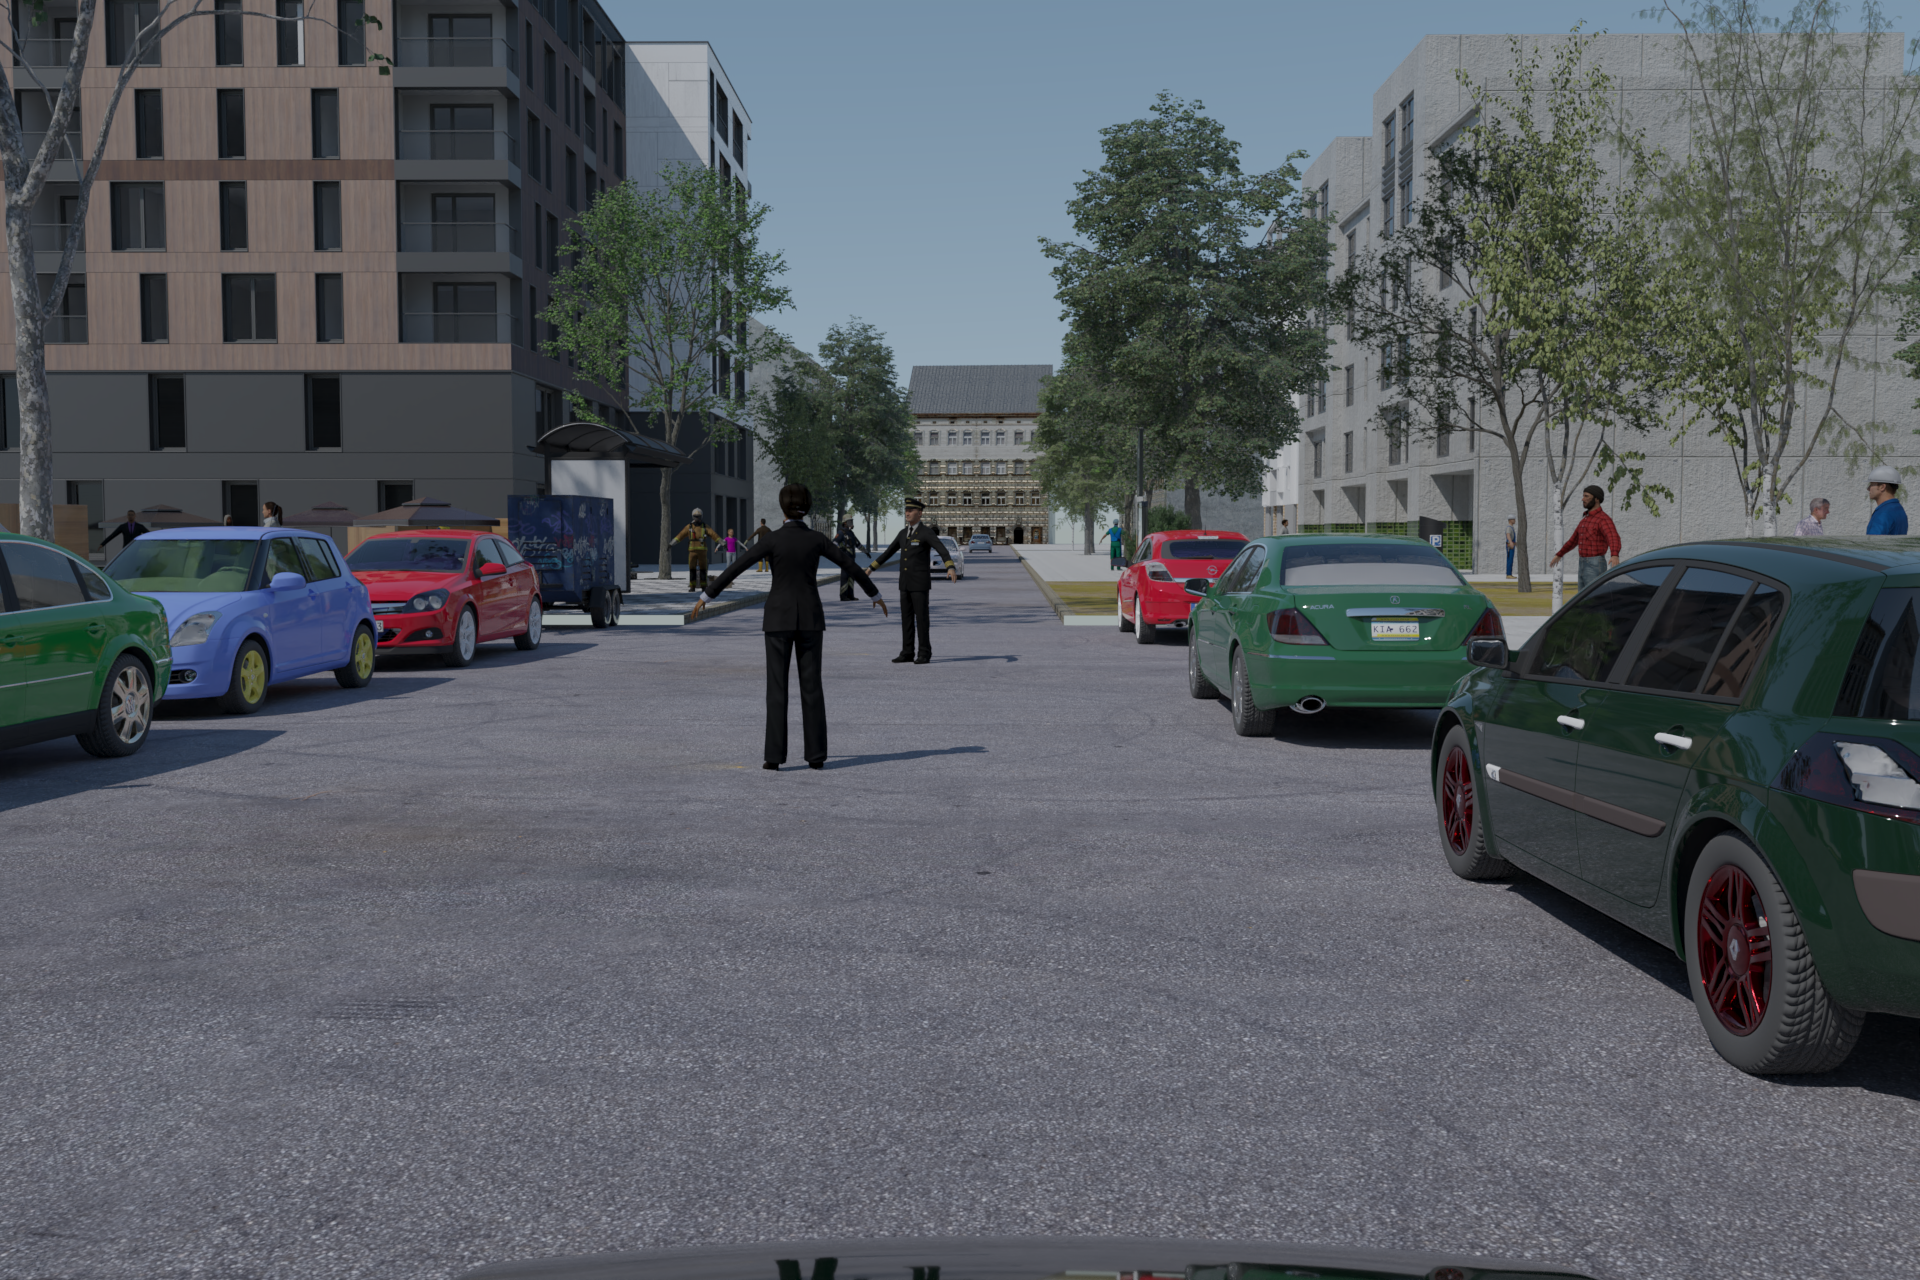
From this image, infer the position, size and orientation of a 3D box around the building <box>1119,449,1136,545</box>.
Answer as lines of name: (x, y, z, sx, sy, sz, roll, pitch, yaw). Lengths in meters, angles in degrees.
building: (27.740, -22.123, 192.638, 19.493, 23.208, 18.063, 0, 4, 1)

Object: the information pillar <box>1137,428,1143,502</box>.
information pillar: (3.997, -2.882, 38.481, 0.183, 3.616, 0.504, 0, 4, -1)

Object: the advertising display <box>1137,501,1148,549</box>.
advertising display: (3.591, -1.769, 34.136, 0.123, 1.923, 0.974, 0, 4, 1)

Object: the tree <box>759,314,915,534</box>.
tree: (-7.108, -11.967, 102.309, 9.857, 13.997, 8.962, 0, 3, 0)

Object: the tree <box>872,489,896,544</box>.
tree: (-9.762, -16.441, 219.173, 4.737, 8.622, 4.395, 0, 3, 0)

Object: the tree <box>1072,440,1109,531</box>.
tree: (9.157, -10.679, 124.961, 4.737, 8.622, 4.395, 0, 3, 0)

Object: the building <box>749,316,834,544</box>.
building: (-22.081, -20.233, 161.738, 19.493, 23.208, 18.063, 0, 4, 2)

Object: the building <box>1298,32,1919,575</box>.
building: (24.960, -12.449, 69.994, 16.747, 18.905, 31.486, 0, 4, 1)

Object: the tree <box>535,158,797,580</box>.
tree: (-8.140, -7.491, 48.226, 9.928, 11.665, 9.643, 0, 3, 0)

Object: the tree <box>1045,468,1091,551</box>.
tree: (8.655, -11.128, 132.297, 4.360, 8.622, 3.978, 0, 3, 0)

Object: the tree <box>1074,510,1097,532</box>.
tree: (16.427, -16.349, 217.673, 4.360, 8.622, 3.978, 0, 3, 0)

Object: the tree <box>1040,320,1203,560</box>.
tree: (7.578, -9.219, 76.490, 9.928, 11.665, 9.643, 0, 3, 0)

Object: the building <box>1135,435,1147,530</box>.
building: (27.186, -20.666, 168.814, 19.493, 23.208, 18.063, 0, 4, 1)

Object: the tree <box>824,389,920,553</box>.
tree: (-6.439, -11.822, 119.038, 9.928, 11.665, 9.643, 0, 3, 0)

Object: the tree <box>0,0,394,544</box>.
tree: (-11.018, -10.076, 20.639, 12.611, 20.169, 13.585, 0, 3, 0)

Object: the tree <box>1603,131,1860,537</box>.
tree: (13.925, -4.920, 30.805, 4.737, 8.622, 4.395, 0, 3, 0)

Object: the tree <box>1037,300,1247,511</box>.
tree: (6.780, -7.898, 63.538, 8.767, 10.594, 7.601, 1, 4, 14)

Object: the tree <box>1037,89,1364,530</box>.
tree: (6.801, -8.770, 50.041, 9.857, 13.997, 8.962, 0, 3, 0)

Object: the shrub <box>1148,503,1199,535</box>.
shrub: (4.895, -2.196, 40.317, 1.690, 2.028, 1.600, 0, 3, 0)

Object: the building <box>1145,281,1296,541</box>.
building: (26.148, -19.493, 149.634, 19.493, 23.208, 18.063, 0, 4, 1)

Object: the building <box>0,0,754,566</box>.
building: (-24.381, -13.835, 70.171, 27.936, 21.610, 32.646, 0, 4, 1)

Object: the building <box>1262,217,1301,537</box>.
building: (23.592, -15.165, 104.376, 16.016, 20.090, 11.380, 0, 4, 2)

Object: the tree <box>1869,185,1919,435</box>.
tree: (28.979, -8.421, 44.342, 9.857, 13.997, 8.962, 0, 3, 0)

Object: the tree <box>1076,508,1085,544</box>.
tree: (16.422, -16.743, 224.103, 4.360, 8.622, 3.978, 0, 3, 0)

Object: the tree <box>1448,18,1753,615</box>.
tree: (8.939, -4.581, 25.266, 4.737, 8.622, 4.395, 0, 3, 0)

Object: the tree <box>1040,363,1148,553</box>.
tree: (8.897, -11.974, 113.905, 7.486, 12.596, 7.792, 0, 3, 0)

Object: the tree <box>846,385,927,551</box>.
tree: (-6.009, -12.913, 129.251, 7.486, 12.596, 7.792, 0, 3, 0)

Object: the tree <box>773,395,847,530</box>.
tree: (-7.788, -8.628, 91.432, 4.737, 8.622, 4.395, 0, 3, 0)

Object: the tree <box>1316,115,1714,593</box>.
tree: (12.408, -6.342, 38.105, 8.767, 10.594, 7.601, 0, 4, -5)

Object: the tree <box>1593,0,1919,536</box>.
tree: (9.158, -4.223, 19.406, 4.360, 8.622, 3.978, 0, 3, 0)

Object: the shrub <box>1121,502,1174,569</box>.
shrub: (4.853, -2.365, 42.703, 1.661, 2.075, 1.752, 0, 3, 0)

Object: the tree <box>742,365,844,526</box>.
tree: (-7.359, -7.701, 76.267, 4.737, 8.622, 4.395, 0, 3, 0)

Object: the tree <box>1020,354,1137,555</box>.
tree: (7.325, -11.381, 104.212, 7.486, 12.596, 7.792, 0, 3, 0)
